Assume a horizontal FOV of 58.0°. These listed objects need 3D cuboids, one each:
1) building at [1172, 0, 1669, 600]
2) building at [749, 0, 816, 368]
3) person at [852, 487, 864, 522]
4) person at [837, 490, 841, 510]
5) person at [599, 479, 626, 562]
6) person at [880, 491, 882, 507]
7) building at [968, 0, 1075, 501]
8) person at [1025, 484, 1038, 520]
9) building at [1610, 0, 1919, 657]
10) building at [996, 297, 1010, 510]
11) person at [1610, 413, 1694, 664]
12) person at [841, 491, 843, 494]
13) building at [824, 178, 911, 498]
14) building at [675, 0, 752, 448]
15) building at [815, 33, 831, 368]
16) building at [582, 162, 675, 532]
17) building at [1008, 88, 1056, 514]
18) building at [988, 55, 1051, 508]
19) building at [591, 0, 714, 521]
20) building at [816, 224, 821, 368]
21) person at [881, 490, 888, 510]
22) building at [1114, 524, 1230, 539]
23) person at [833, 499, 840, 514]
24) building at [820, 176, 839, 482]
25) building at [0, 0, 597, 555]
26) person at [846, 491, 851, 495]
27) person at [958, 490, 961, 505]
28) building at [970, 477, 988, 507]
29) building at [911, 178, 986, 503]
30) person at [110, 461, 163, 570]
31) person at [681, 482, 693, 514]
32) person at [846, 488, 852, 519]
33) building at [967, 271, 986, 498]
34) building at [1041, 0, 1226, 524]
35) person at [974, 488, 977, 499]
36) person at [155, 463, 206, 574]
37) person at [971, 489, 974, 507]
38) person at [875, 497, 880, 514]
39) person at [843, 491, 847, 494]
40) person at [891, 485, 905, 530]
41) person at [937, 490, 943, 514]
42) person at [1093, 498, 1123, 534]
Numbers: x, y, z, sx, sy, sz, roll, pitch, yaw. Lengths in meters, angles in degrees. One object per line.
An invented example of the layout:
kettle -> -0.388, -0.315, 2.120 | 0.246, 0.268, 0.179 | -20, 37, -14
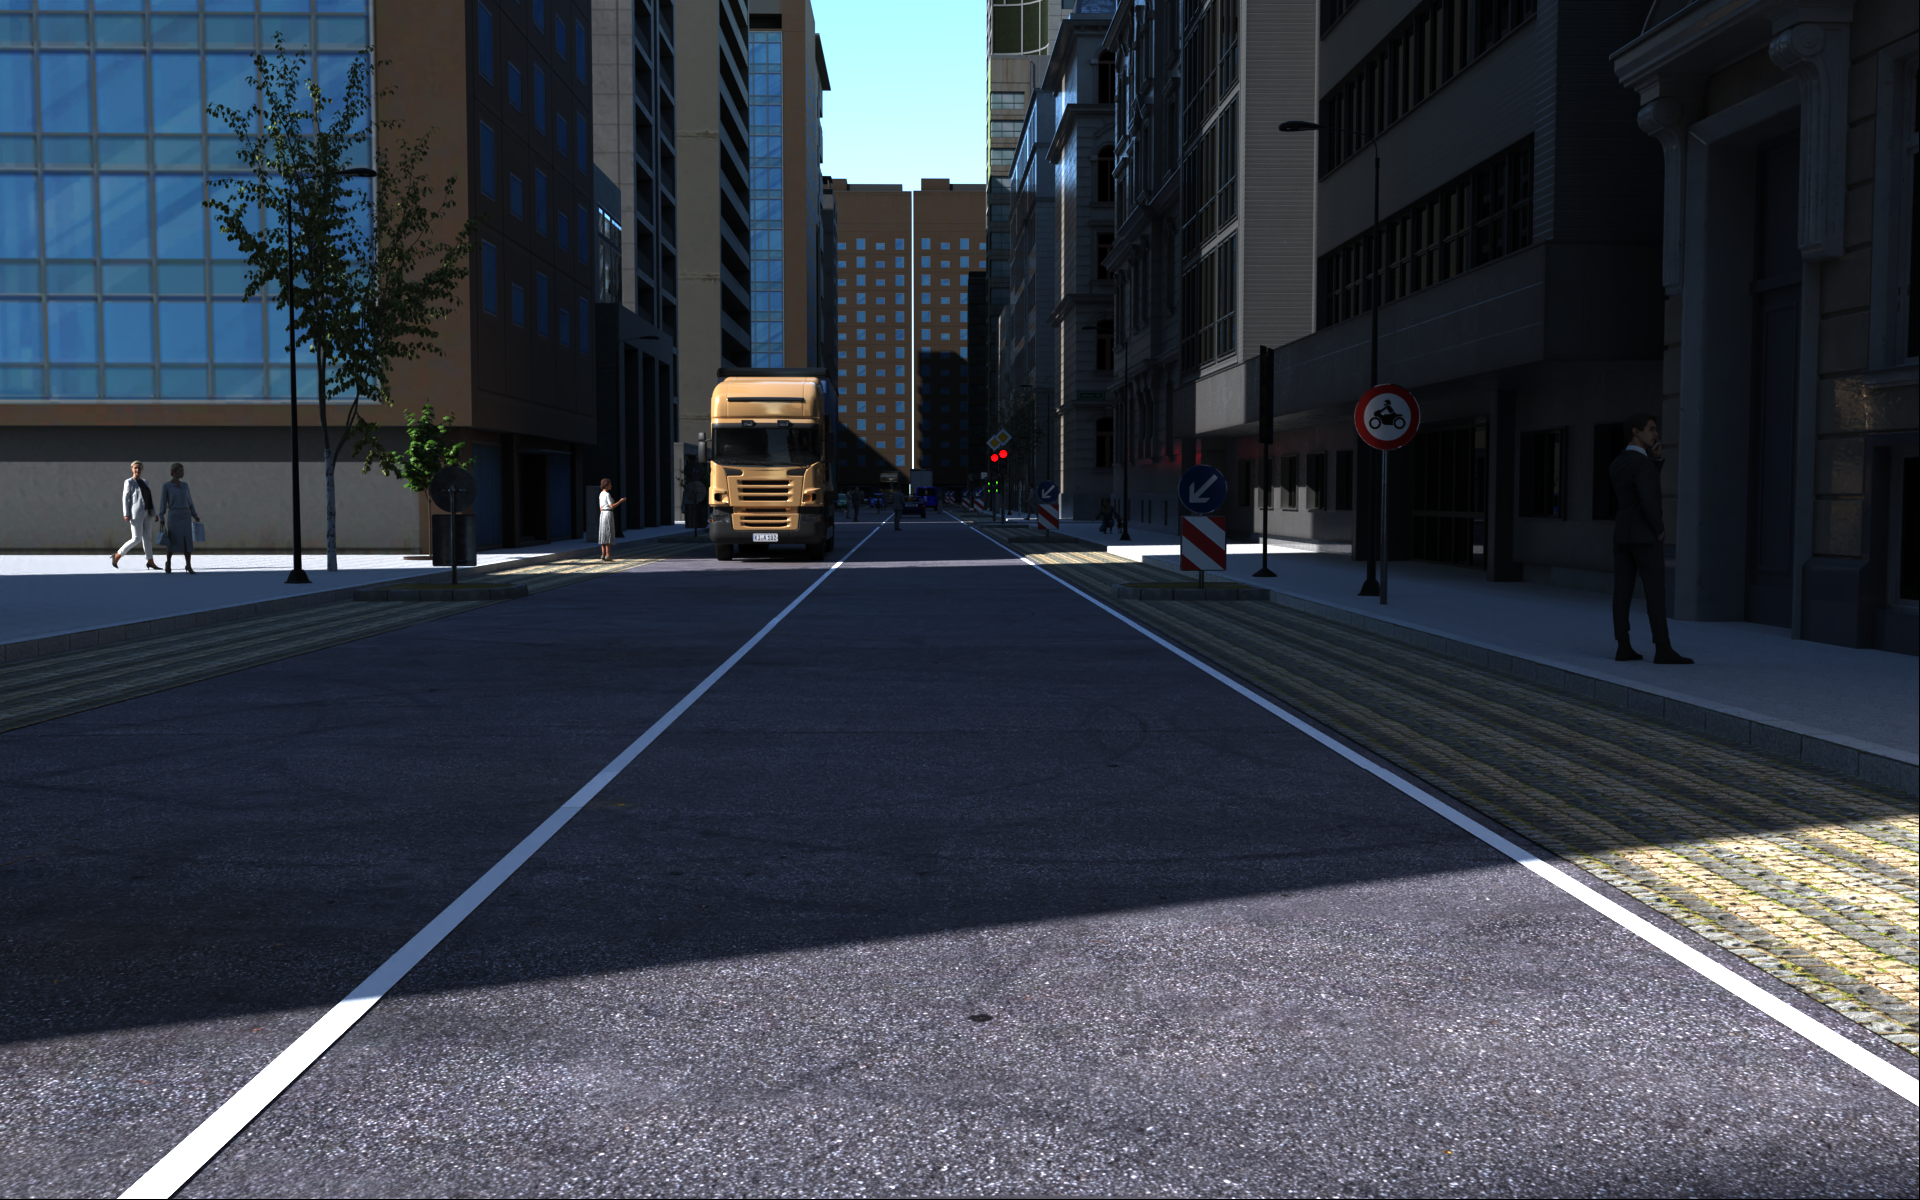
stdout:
building -> 13.308, -13.098, 33.213 | 14.314, 24.678, 30.058 | 0, 4, -1
building -> -19.649, -30.488, 148.592 | 14.600, 45.320, 14.200 | 0, 4, -1
person -> -5.308, -4.979, 90.082 | 0.590, 1.801, 0.661 | -3, 4, -37
person -> -11.051, -9.149, 158.107 | 1.348, 1.821, 0.705 | 0, 4, 7
person -> -7.337, -1.673, 36.429 | 0.524, 1.755, 0.480 | -3, 4, -38
person -> -8.587, -11.006, 189.134 | 0.721, 1.739, 1.217 | 2, 4, 27
building -> 11.518, -46.992, 206.572 | 20.563, 71.187, 20.611 | 0, 4, -1
person -> 3.520, -4.769, 84.296 | 0.850, 1.792, 0.678 | 0, 4, 1
building -> 13.790, -13.587, 8.053 | 13.634, 28.700, 20.117 | 0, 4, -1
building -> 8.612, -17.909, 147.556 | 10.420, 20.320, 16.860 | 0, 4, -1
person -> 5.269, -0.482, 13.287 | 0.474, 1.900, 0.648 | -1, 4, -13
person -> -14.694, -12.597, 212.813 | 0.742, 1.727, 0.445 | 0, 4, 2
building -> -13.984, -36.603, 248.574 | 14.200, 45.320, 14.600 | 0, 4, -1
building -> -26.168, -30.337, 119.717 | 21.300, 48.544, 21.600 | 0, 4, -1
building -> -29.554, -37.209, 197.598 | 28.713, 52.752, 27.495 | 0, 4, -1
building -> -27.029, -45.560, 57.575 | 31.000, 86.520, 22.319 | 0, 4, -1
building -> 9.757, -21.147, 123.246 | 11.434, 29.767, 29.804 | 0, 4, -1
building -> 9.605, -29.462, 165.301 | 14.154, 41.232, 14.086 | 0, 4, -1
building -> -23.539, -39.862, 89.989 | 20.563, 71.187, 20.611 | 0, 4, -1
building -> -21.654, -24.817, 177.460 | 14.160, 30.474, 14.107 | 0, 4, -1
person -> -6.624, -8.727, 151.285 | 0.635, 1.810, 0.391 | 0, 4, 7
building -> 12.736, -16.679, 60.091 | 14.401, 28.519, 23.554 | 0, 4, -1
person -> -9.162, -7.234, 126.801 | 0.620, 1.820, 0.660 | 3, 5, 40
building -> -22.816, -33.020, 223.478 | 14.086, 41.232, 14.154 | 0, 4, -1
building -> -17.241, -23.953, 41.739 | 14.600, 45.320, 14.200 | 0, 4, -1
person -> -14.724, -13.550, 227.673 | 1.348, 1.812, 0.705 | -1, 4, -16
person -> 0.009, -12.592, 212.740 | 0.721, 1.723, 1.217 | 0, 4, -7
building -> 17.296, -30.132, 184.540 | 32.217, 40.220, 23.993 | 0, 4, -1
building -> 0.430, -36.596, 248.462 | 14.200, 45.320, 14.600 | 0, 4, -1
person -> -13.922, -1.427, 29.246 | 0.818, 1.842, 0.514 | 0, 4, -5
person -> -10.204, -3.546, 64.763 | 0.466, 1.731, 0.760 | -1, 4, -19
person -> -6.399, -5.635, 100.813 | 0.466, 1.800, 0.511 | -1, 4, -21
building -> 7.918, -27.728, 225.054 | 14.160, 30.474, 14.107 | 0, 4, -1
building -> 16.399, -18.441, 88.892 | 23.554, 28.519, 14.401 | 0, 4, -1
person -> 1.529, -9.617, 163.290 | 0.705, 1.824, 1.348 | 0, 4, -7
person -> -12.563, -1.314, 27.875 | 0.694, 1.780, 0.624 | -3, 4, -38
person -> 1.258, -9.795, 166.900 | 0.721, 1.736, 1.217 | 0, 4, 6
person -> -6.003, -6.909, 126.126 | 0.373, 1.253, 0.362 | 3, 4, 36
person -> -14.651, -13.152, 221.894 | 1.217, 1.723, 0.721 | 1, 4, 18
person -> -2.397, -3.658, 68.512 | 0.606, 1.804, 0.583 | 2, 4, 25
person -> -1.429, -7.160, 126.108 | 0.362, 1.759, 0.519 | -3, 5, -45
person -> 4.822, -2.712, 55.879 | 1.012, 1.151, 0.738 | 1, 4, 19
